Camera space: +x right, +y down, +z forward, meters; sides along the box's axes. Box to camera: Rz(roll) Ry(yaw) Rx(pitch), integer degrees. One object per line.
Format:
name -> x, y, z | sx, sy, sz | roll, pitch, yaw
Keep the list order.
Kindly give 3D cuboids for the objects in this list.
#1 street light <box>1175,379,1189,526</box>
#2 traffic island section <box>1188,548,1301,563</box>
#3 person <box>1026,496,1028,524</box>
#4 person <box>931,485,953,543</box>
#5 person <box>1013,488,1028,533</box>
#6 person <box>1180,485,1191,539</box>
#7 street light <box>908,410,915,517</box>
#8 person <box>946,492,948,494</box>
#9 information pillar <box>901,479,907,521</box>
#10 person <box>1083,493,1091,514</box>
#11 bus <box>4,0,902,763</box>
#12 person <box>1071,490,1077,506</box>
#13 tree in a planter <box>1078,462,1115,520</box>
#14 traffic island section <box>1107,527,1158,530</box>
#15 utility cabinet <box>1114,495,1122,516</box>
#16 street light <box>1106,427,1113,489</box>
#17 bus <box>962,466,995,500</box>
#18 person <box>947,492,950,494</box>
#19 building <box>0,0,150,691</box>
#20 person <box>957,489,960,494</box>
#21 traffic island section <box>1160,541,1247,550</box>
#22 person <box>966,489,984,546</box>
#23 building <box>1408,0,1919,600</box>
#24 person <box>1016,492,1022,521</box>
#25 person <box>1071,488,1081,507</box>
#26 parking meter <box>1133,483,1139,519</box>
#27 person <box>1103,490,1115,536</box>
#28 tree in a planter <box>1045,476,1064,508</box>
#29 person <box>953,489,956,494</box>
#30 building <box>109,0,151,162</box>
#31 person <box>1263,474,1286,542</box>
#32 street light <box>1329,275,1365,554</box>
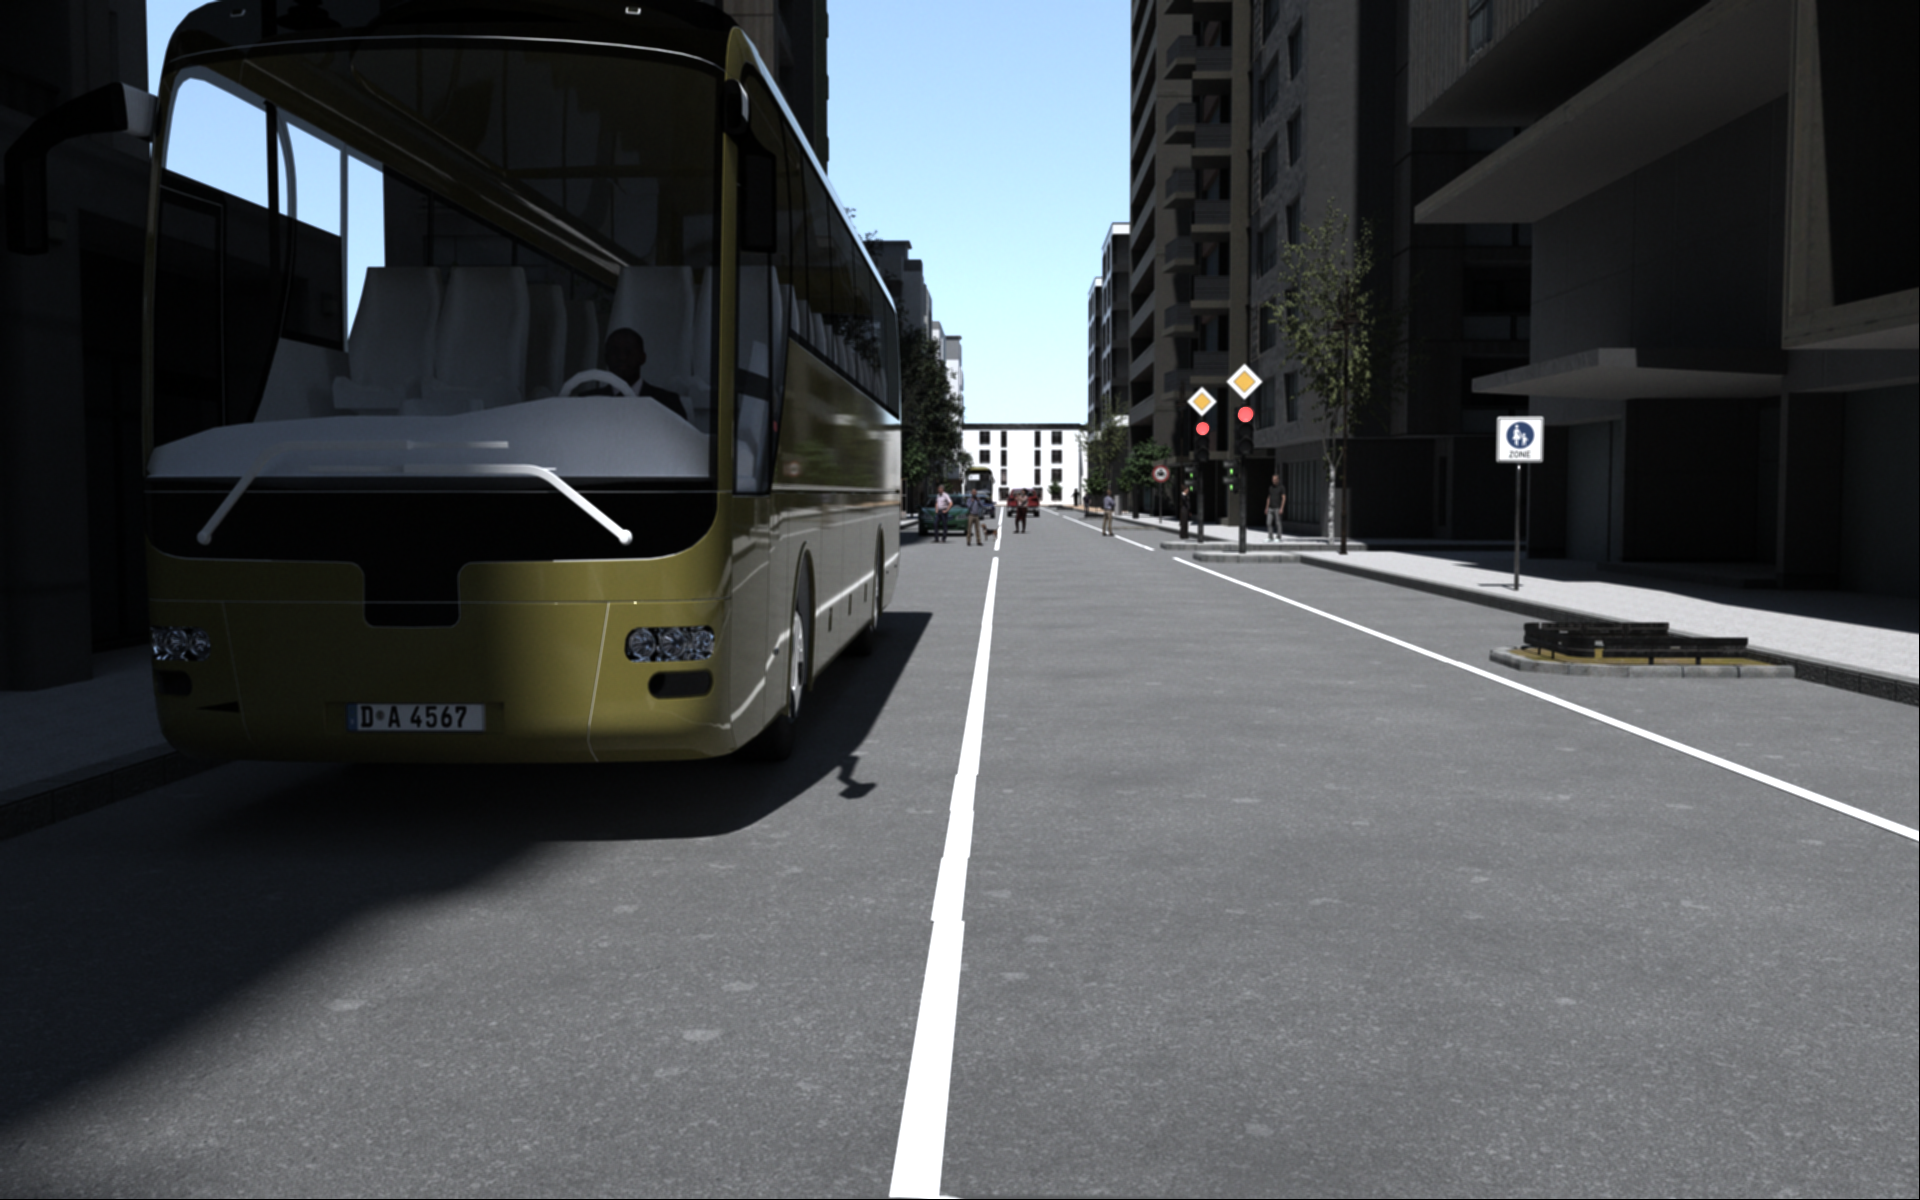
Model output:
street light -> 8.918, -5.925, 69.655 | 0.468, 5.910, 1.993 | 0, 4, 1
traffic island section -> 6.126, -0.927, 37.432 | 2.009, 0.180, 2.903 | 0, 4, 1
person -> 3.066, -4.275, 82.300 | 0.435, 1.345, 0.340 | 2, 4, 33
person -> -0.559, -2.536, 50.896 | 0.436, 1.711, 0.756 | -2, 4, -30
person -> 2.216, -3.277, 63.544 | 0.566, 1.644, 0.517 | 0, 4, -6
person -> 7.247, -2.807, 55.194 | 0.445, 1.727, 0.742 | -1, 4, -13
street light -> -2.653, -7.495, 95.327 | 0.468, 5.910, 1.993 | 0, 4, 1
person -> -1.396, -9.356, 159.808 | 1.217, 1.735, 0.721 | -1, 4, -21
information pillar -> -2.793, -4.852, 83.826 | 0.304, 2.012, 0.304 | -3, 4, -37
person -> 8.778, -6.643, 119.323 | 0.569, 1.553, 0.471 | 2, 4, 34
bus -> -2.013, -1.284, 12.543 | 2.896, 3.916, 12.252 | 0, 4, 1
person -> 12.663, -11.283, 190.611 | 0.705, 1.812, 1.348 | 2, 4, 34
tree in a planter -> 7.652, -6.107, 97.072 | 1.991, 3.239, 1.994 | 0, 4, 1
traffic island section -> 6.964, -2.887, 70.071 | 1.991, 0.108, 1.994 | 0, 4, 1
utility cabinet -> 9.342, -5.579, 102.371 | 0.306, 1.237, 1.020 | 1, 4, 16
street light -> 10.280, -8.997, 119.880 | 0.468, 5.910, 1.993 | 0, 4, 1
bus -> 1.719, -10.201, 158.328 | 2.896, 3.916, 12.252 | 0, 4, 1
person -> -1.362, -10.858, 184.026 | 0.683, 1.767, 0.568 | 1, 4, 14
building -> -16.191, -34.985, 10.251 | 20.563, 71.187, 20.611 | 0, 4, 1
person -> -0.195, -11.342, 191.464 | 0.705, 1.826, 1.348 | -1, 4, -21
traffic island section -> 6.329, -1.415, 45.414 | 2.009, 0.180, 2.903 | 0, 4, 1
person -> 0.409, -2.300, 48.162 | 0.516, 1.574, 0.319 | -1, 4, -18
building -> 22.058, -26.376, 20.480 | 28.713, 52.752, 27.495 | 0, 4, 1
person -> 3.185, -4.870, 90.600 | 0.523, 1.526, 0.387 | -1, 4, -21
person -> 11.983, -10.590, 178.813 | 1.348, 1.869, 0.705 | -3, 4, -38
parking meter -> 9.204, -5.196, 90.663 | 0.255, 1.863, 0.399 | 1, 4, 21
person -> 5.105, -2.993, 59.496 | 0.319, 1.574, 0.516 | -2, 4, -33
tree in a planter -> 9.638, -10.894, 175.330 | 1.991, 3.239, 1.994 | 0, 4, 1
person -> -0.609, -10.821, 182.952 | 0.705, 1.826, 1.348 | 0, 4, -2
building -> -22.229, -21.056, 27.859 | 14.086, 41.232, 14.154 | 0, 4, 1
person -> 8.375, -2.446, 46.162 | 0.434, 1.807, 0.598 | -2, 4, -29
street light -> 8.160, -3.908, 36.676 | 0.468, 5.910, 1.993 | 0, 4, 1
